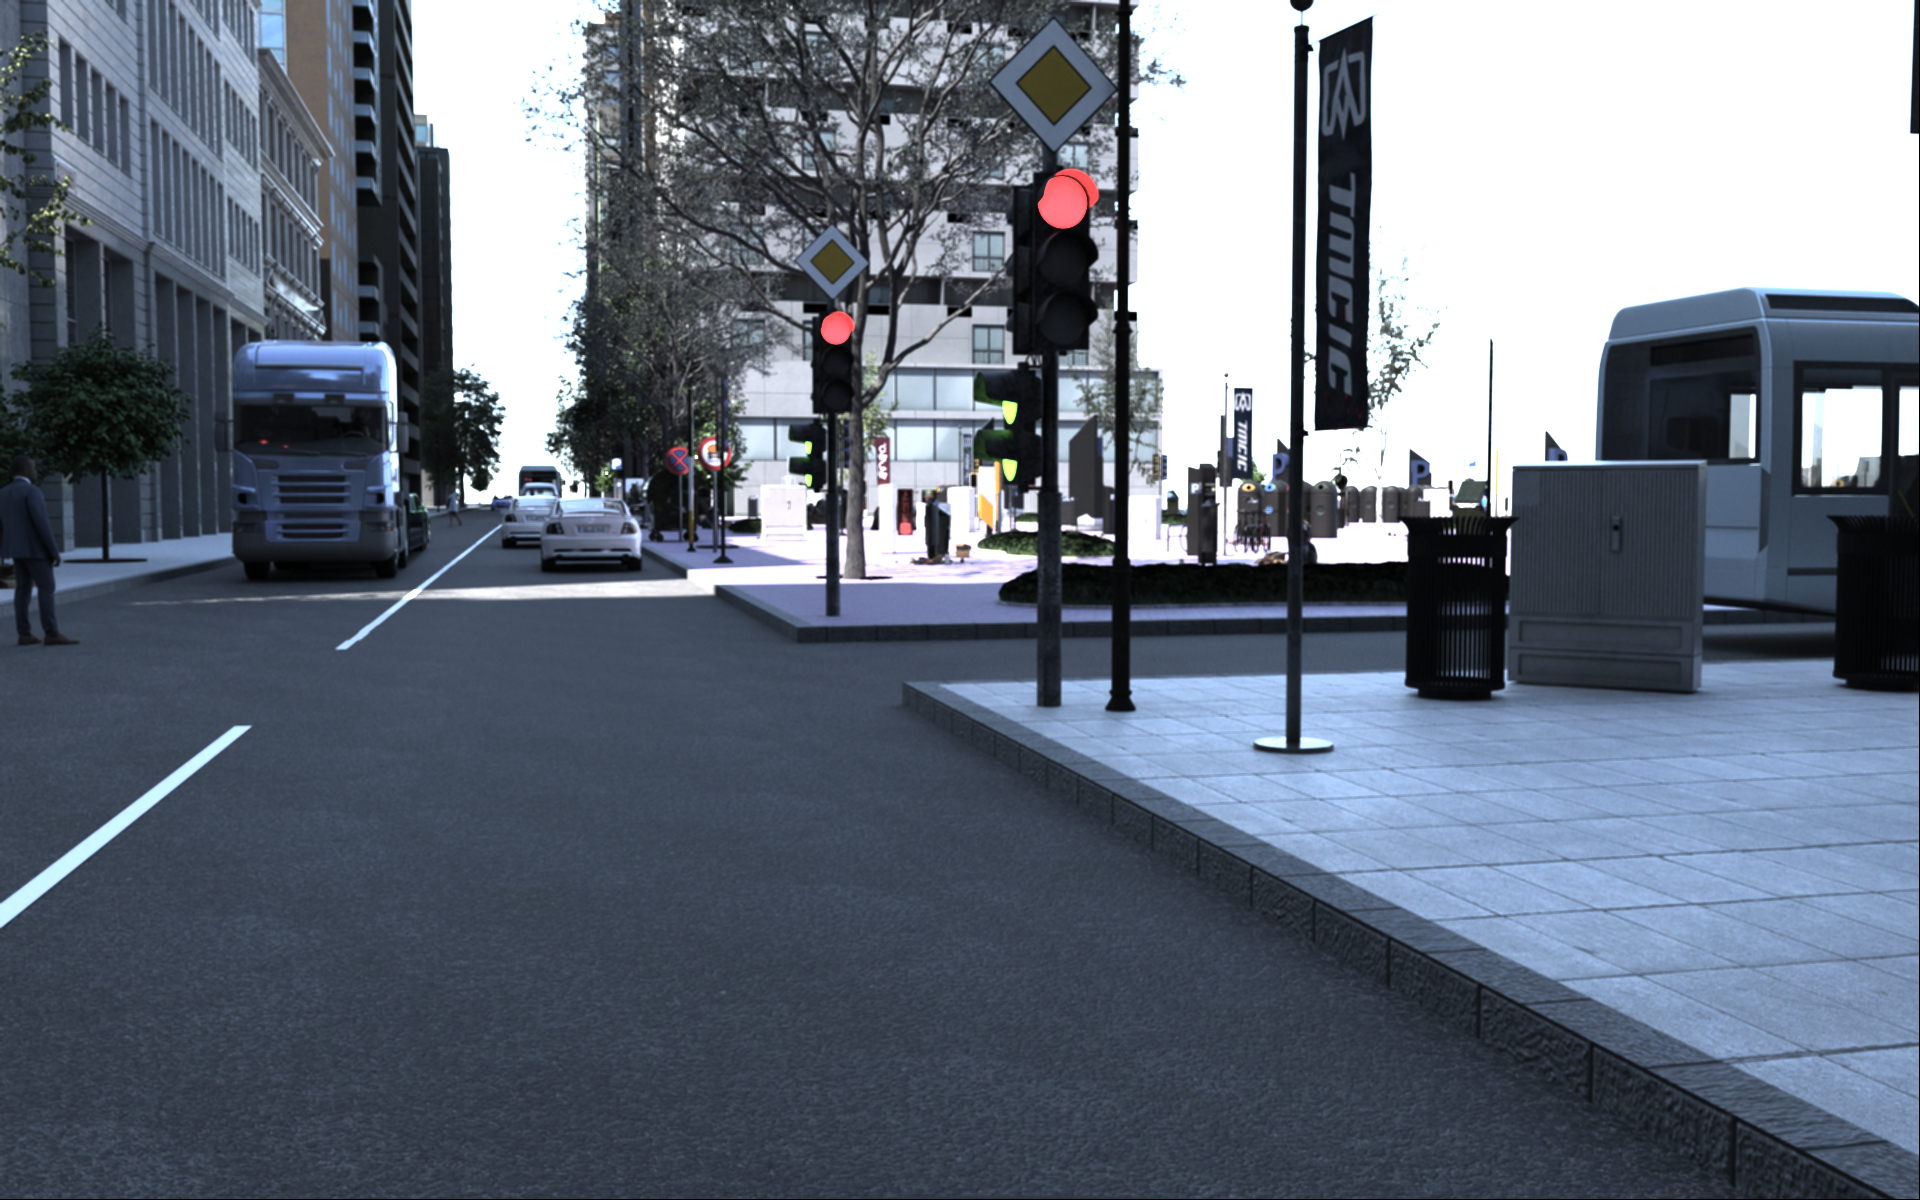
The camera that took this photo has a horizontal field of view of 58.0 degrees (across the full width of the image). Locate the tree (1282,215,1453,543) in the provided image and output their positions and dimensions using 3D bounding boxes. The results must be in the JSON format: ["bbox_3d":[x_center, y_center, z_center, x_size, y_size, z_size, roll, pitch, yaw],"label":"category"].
[{"bbox_3d":[10.930,-5.836,45.788,4.360,8.622,3.978,0,3,0],"label":"tree"}]

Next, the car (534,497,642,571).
[{"bbox_3d":[-7.189,-1.300,33.614,2.083,1.381,4.827,-1,4,-13],"label":"car"}]

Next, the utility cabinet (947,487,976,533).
[{"bbox_3d":[0.039,-2.963,57.120,0.318,1.500,1.173,-3,4,-36],"label":"utility cabinet"}]

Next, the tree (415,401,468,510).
[{"bbox_3d":[-40.847,-11.438,137.378,4.360,8.622,3.978,0,3,0],"label":"tree"}]

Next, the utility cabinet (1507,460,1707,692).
[{"bbox_3d":[4.265,-0.170,11.458,1.173,1.500,0.318,2,4,33],"label":"utility cabinet"}]

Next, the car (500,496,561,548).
[{"bbox_3d":[-11.535,-2.145,47.428,2.083,1.381,4.827,-1,4,-12],"label":"car"}]

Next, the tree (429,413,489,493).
[{"bbox_3d":[-44.011,-12.273,151.018,4.737,8.622,4.395,0,3,0],"label":"tree"}]

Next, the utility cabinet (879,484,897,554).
[{"bbox_3d":[-1.561,-1.747,37.248,0.318,1.500,1.173,0,4,2],"label":"utility cabinet"}]

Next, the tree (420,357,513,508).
[{"bbox_3d":[-46.332,-15.521,160.420,9.857,13.997,8.962,0,3,0],"label":"tree"}]

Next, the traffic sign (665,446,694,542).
[{"bbox_3d":[-7.428,-2.805,45.975,0.768,2.556,0.104,0,4,-5],"label":"traffic sign"}]

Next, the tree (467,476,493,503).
[{"bbox_3d":[-67.369,-15.879,243.328,4.285,4.588,4.351,0,3,0],"label":"tree"}]

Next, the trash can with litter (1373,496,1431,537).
[{"bbox_3d":[13.592,-2.516,52.189,2.233,1.210,1.678,3,4,38],"label":"trash can with litter"}]

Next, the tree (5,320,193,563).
[{"bbox_3d":[-16.303,-2.998,32.729,4.285,4.588,4.351,0,3,0],"label":"tree"}]

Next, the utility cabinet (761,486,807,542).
[{"bbox_3d":[-4.694,-2.298,46.248,1.173,1.500,0.318,-1,4,-13],"label":"utility cabinet"}]

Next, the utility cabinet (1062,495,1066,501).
[{"bbox_3d":[4.720,-4.417,83.373,0.306,1.237,1.020,2,4,35],"label":"utility cabinet"}]

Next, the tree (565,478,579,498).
[{"bbox_3d":[-43.149,-12.188,193.872,1.663,3.219,1.824,0,3,0],"label":"tree"}]

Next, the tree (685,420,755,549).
[{"bbox_3d":[-5.675,-2.855,41.280,1.663,3.219,1.824,0,3,0],"label":"tree"}]

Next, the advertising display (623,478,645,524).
[{"bbox_3d":[-12.752,-3.827,67.788,0.123,1.923,0.974,3,5,42],"label":"advertising display"}]

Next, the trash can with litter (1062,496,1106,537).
[{"bbox_3d":[3.569,-2.465,51.363,2.233,1.210,1.678,1,4,22],"label":"trash can with litter"}]

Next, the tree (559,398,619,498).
[{"bbox_3d":[-26.921,-10.739,125.938,4.360,8.622,3.978,0,3,0],"label":"tree"}]

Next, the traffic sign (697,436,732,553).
[{"bbox_3d":[-5.370,-2.312,37.903,0.768,2.556,0.104,-1,4,-13],"label":"traffic sign"}]

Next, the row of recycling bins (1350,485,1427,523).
[{"bbox_3d":[18.627,-4.238,76.400,3.534,1.692,1.069,1,4,18],"label":"row of recycling bins"}]

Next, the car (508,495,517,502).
[{"bbox_3d":[-60.347,-13.416,231.711,2.083,1.381,4.827,-1,4,-12],"label":"car"}]

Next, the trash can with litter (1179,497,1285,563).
[{"bbox_3d":[4.023,-1.014,27.638,1.678,1.210,2.233,-1,4,-13],"label":"trash can with litter"}]

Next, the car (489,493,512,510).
[{"bbox_3d":[-40.550,-8.772,153.007,1.945,1.707,3.694,-1,4,-14],"label":"car"}]

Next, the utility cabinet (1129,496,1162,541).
[{"bbox_3d":[5.122,-2.259,48.093,0.306,1.237,1.020,-3,5,-43],"label":"utility cabinet"}]

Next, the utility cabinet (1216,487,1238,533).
[{"bbox_3d":[8.598,-2.964,57.137,1.173,1.500,0.318,1,4,21],"label":"utility cabinet"}]

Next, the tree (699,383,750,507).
[{"bbox_3d":[-12.747,-8.379,87.365,4.360,8.622,3.978,0,3,0],"label":"tree"}]

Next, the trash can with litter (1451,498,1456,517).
[{"bbox_3d":[20.009,-3.507,68.734,0.624,1.170,1.055,-3,5,-42],"label":"trash can with litter"}]

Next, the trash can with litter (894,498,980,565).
[{"bbox_3d":[-0.375,-1.296,32.248,1.678,1.210,2.233,0,4,6],"label":"trash can with litter"}]

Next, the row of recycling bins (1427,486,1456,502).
[{"bbox_3d":[24.306,-4.979,88.523,1.069,1.692,3.534,3,5,43],"label":"row of recycling bins"}]

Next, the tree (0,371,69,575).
[{"bbox_3d":[-15.042,-1.989,27.116,1.663,3.219,1.824,0,3,0],"label":"tree"}]

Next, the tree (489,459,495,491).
[{"bbox_3d":[-59.056,-16.056,212.878,4.737,8.622,4.395,0,3,0],"label":"tree"}]

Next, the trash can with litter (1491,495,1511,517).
[{"bbox_3d":[30.711,-5.286,97.475,1.678,1.210,2.233,0,4,8],"label":"trash can with litter"}]

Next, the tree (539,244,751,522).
[{"bbox_3d":[-14.237,-9.872,78.422,9.611,12.733,9.660,0,3,0],"label":"tree"}]

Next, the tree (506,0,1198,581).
[{"bbox_3d":[-1.475,-7.062,25.830,12.009,13.543,11.850,0,3,0],"label":"tree"}]

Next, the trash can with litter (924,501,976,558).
[{"bbox_3d":[-0.204,-1.440,34.929,1.055,1.170,0.624,1,4,10],"label":"trash can with litter"}]

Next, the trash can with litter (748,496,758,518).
[{"bbox_3d":[-7.995,-3.583,69.646,1.678,1.210,2.233,2,4,32],"label":"trash can with litter"}]

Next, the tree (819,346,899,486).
[{"bbox_3d":[-4.966,-8.338,86.696,4.737,8.622,4.395,0,3,0],"label":"tree"}]

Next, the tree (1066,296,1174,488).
[{"bbox_3d":[5.984,-6.947,63.944,4.360,8.622,3.978,0,3,0],"label":"tree"}]

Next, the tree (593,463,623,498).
[{"bbox_3d":[-19.407,-6.207,96.091,1.663,3.219,1.824,0,3,0],"label":"tree"}]

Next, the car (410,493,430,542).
[{"bbox_3d":[-16.327,-2.508,49.802,1.959,1.807,4.718,-1,4,-12],"label":"car"}]

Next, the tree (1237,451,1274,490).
[{"bbox_3d":[13.200,-5.090,77.820,1.663,3.219,1.824,0,3,0],"label":"tree"}]

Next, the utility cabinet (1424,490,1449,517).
[{"bbox_3d":[23.271,-4.644,84.613,1.173,1.500,0.318,1,4,20],"label":"utility cabinet"}]

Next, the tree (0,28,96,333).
[{"bbox_3d":[-12.507,-4.253,19.897,4.737,8.622,4.395,0,3,0],"label":"tree"}]
